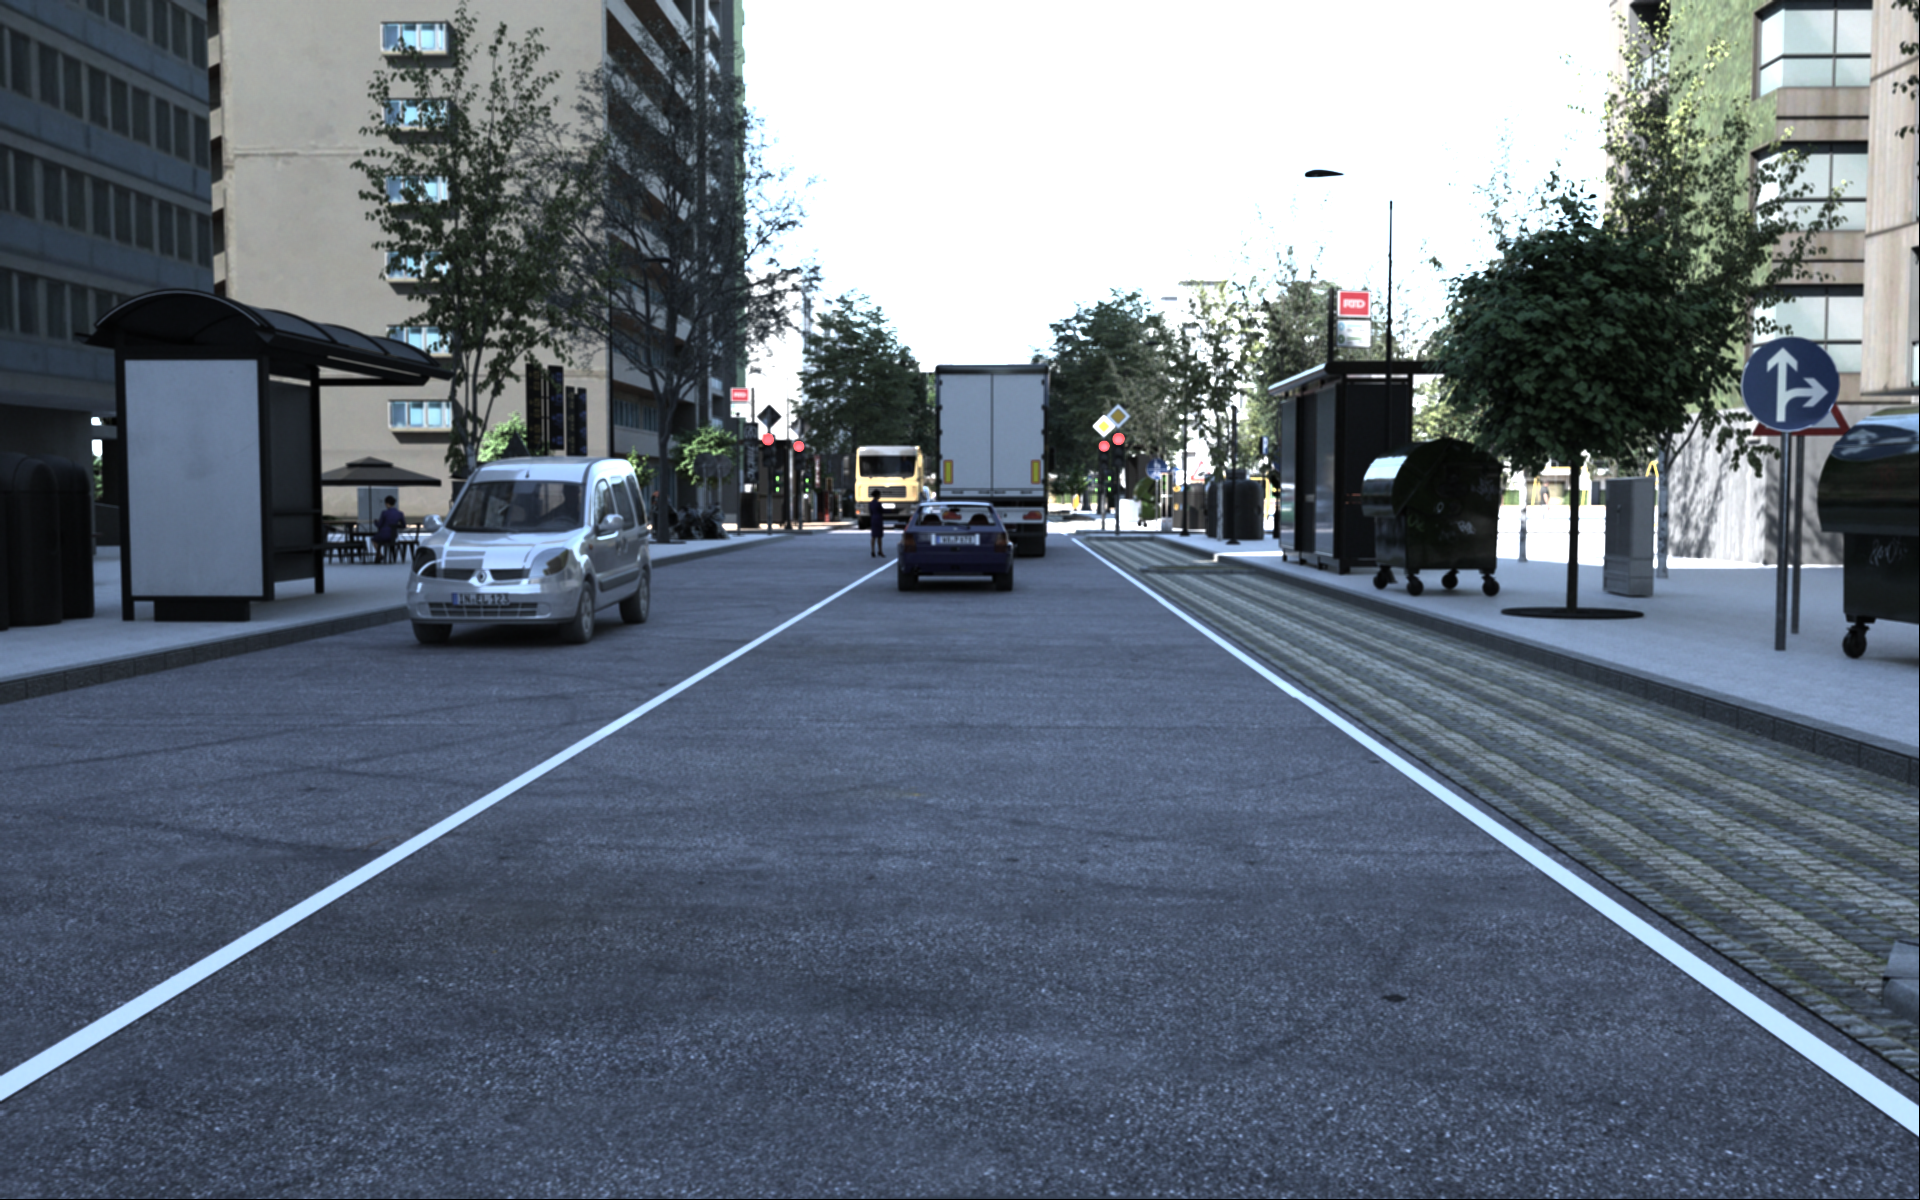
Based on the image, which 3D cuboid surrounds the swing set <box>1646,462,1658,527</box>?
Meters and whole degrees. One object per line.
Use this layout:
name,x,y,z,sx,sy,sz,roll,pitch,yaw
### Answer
swing set,27.474,-4.162,65.662,2.862,2.851,3.119,3,4,37

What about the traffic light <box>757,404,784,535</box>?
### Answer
traffic light,-5.935,-3.985,54.080,0.839,4.253,0.868,0,4,2

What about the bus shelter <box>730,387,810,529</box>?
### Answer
bus shelter,-7.461,-5.513,67.765,2.179,5.291,8.768,0,4,2

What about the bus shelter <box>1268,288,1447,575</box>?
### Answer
bus shelter,6.924,-3.296,31.521,2.179,5.291,8.768,0,4,2

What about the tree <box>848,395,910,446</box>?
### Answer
tree,-5.338,-9.795,110.505,4.737,8.622,4.395,0,3,0

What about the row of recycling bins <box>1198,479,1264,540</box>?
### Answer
row of recycling bins,7.880,-2.614,49.857,1.069,1.692,3.534,0,4,-6

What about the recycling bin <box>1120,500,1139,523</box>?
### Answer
recycling bin,7.451,-3.931,76.823,0.722,1.027,0.722,-3,4,-38

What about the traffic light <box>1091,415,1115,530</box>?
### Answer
traffic light,5.103,-4.456,61.781,0.839,4.253,0.868,0,4,2

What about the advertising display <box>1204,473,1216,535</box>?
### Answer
advertising display,7.904,-2.979,53.919,0.123,1.923,0.974,-2,4,-24

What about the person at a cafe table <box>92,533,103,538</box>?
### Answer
person at a cafe table,-12.780,-0.929,23.709,1.622,1.524,1.698,-1,4,-16

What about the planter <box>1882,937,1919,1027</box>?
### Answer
planter,3.545,1.024,4.395,1.991,0.319,1.994,0,4,2

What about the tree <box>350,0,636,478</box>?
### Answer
tree,-7.374,-4.669,26.707,4.737,8.622,4.395,0,3,0

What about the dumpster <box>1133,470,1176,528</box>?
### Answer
dumpster,7.463,-3.912,66.463,1.502,2.255,1.985,0,4,2

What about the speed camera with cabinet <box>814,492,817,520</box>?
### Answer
speed camera with cabinet,-7.258,-5.562,85.277,2.038,3.252,0.660,-1,4,-10

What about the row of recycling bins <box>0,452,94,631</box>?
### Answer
row of recycling bins,-9.394,-0.579,16.575,1.069,1.692,3.534,0,3,0

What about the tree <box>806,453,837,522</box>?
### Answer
tree,-6.489,-5.249,80.422,1.663,3.219,1.824,0,3,0

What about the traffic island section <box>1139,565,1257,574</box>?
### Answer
traffic island section,4.303,-0.543,31.747,1.991,0.108,1.994,0,4,2

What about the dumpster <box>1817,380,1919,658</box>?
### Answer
dumpster,7.477,-0.624,12.689,1.502,2.255,1.985,0,4,2

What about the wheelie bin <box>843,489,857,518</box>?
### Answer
wheelie bin,-5.992,-5.280,94.242,0.693,1.594,0.980,-2,4,-32

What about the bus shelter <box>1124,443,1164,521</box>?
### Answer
bus shelter,8.675,-5.587,82.629,1.731,3.624,6.357,0,4,1

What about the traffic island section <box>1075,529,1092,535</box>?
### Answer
traffic island section,5.143,-2.423,61.894,2.009,0.180,2.903,0,4,2

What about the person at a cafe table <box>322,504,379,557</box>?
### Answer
person at a cafe table,-13.012,-1.541,36.055,1.726,1.238,1.698,0,4,5

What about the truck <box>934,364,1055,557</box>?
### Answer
truck,0.964,-3.302,42.899,2.839,4.237,11.283,0,4,3

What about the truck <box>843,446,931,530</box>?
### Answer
truck,-2.876,-4.648,71.927,3.469,3.379,9.791,0,4,0

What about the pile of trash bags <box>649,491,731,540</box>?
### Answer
pile of trash bags,-8.052,-2.447,49.769,1.912,1.369,3.447,-2,4,-34

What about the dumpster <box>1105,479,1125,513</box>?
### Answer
dumpster,10.321,-6.900,115.314,1.502,2.255,1.985,0,4,1

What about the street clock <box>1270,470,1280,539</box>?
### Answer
street clock,9.160,-2.779,50.005,0.471,2.002,0.358,2,4,29

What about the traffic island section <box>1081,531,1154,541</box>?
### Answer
traffic island section,4.923,-1.935,53.912,2.009,0.180,2.903,0,4,2

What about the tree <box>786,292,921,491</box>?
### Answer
tree,-5.629,-10.919,96.650,7.486,12.596,7.792,0,3,0

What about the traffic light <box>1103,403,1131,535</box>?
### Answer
traffic light,4.883,-3.968,53.799,0.839,4.253,0.868,0,4,2

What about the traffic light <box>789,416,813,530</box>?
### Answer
traffic light,-5.714,-4.474,62.062,0.839,4.253,0.868,0,4,2

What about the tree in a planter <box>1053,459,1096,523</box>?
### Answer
tree in a planter,5.829,-5.500,87.153,1.991,3.239,1.994,0,4,2

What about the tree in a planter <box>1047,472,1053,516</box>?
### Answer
tree in a planter,6.611,-7.219,115.247,1.991,3.239,1.994,0,4,2

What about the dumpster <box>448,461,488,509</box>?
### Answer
dumpster,-8.457,-1.578,31.564,1.264,1.857,1.865,0,4,2

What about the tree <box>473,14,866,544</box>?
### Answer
tree,-7.578,-8.197,44.385,12.009,13.543,11.850,0,3,0

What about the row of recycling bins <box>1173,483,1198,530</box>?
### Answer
row of recycling bins,8.498,-3.442,63.382,1.069,1.692,3.534,0,4,-2

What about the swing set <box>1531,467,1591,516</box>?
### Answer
swing set,35.664,-6.404,102.328,3.119,2.851,2.862,2,4,30

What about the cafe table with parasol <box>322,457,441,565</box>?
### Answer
cafe table with parasol,-10.876,-1.656,31.945,2.610,1.966,2.610,1,4,13

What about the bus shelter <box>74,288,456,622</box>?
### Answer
bus shelter,-7.643,-1.587,19.865,2.014,3.302,5.546,0,4,2

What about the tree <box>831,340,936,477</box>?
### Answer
tree,-4.888,-12.914,128.158,9.611,12.733,9.660,0,3,0

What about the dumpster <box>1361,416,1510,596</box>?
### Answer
dumpster,6.155,-1.224,22.504,1.502,2.255,1.985,0,4,1
